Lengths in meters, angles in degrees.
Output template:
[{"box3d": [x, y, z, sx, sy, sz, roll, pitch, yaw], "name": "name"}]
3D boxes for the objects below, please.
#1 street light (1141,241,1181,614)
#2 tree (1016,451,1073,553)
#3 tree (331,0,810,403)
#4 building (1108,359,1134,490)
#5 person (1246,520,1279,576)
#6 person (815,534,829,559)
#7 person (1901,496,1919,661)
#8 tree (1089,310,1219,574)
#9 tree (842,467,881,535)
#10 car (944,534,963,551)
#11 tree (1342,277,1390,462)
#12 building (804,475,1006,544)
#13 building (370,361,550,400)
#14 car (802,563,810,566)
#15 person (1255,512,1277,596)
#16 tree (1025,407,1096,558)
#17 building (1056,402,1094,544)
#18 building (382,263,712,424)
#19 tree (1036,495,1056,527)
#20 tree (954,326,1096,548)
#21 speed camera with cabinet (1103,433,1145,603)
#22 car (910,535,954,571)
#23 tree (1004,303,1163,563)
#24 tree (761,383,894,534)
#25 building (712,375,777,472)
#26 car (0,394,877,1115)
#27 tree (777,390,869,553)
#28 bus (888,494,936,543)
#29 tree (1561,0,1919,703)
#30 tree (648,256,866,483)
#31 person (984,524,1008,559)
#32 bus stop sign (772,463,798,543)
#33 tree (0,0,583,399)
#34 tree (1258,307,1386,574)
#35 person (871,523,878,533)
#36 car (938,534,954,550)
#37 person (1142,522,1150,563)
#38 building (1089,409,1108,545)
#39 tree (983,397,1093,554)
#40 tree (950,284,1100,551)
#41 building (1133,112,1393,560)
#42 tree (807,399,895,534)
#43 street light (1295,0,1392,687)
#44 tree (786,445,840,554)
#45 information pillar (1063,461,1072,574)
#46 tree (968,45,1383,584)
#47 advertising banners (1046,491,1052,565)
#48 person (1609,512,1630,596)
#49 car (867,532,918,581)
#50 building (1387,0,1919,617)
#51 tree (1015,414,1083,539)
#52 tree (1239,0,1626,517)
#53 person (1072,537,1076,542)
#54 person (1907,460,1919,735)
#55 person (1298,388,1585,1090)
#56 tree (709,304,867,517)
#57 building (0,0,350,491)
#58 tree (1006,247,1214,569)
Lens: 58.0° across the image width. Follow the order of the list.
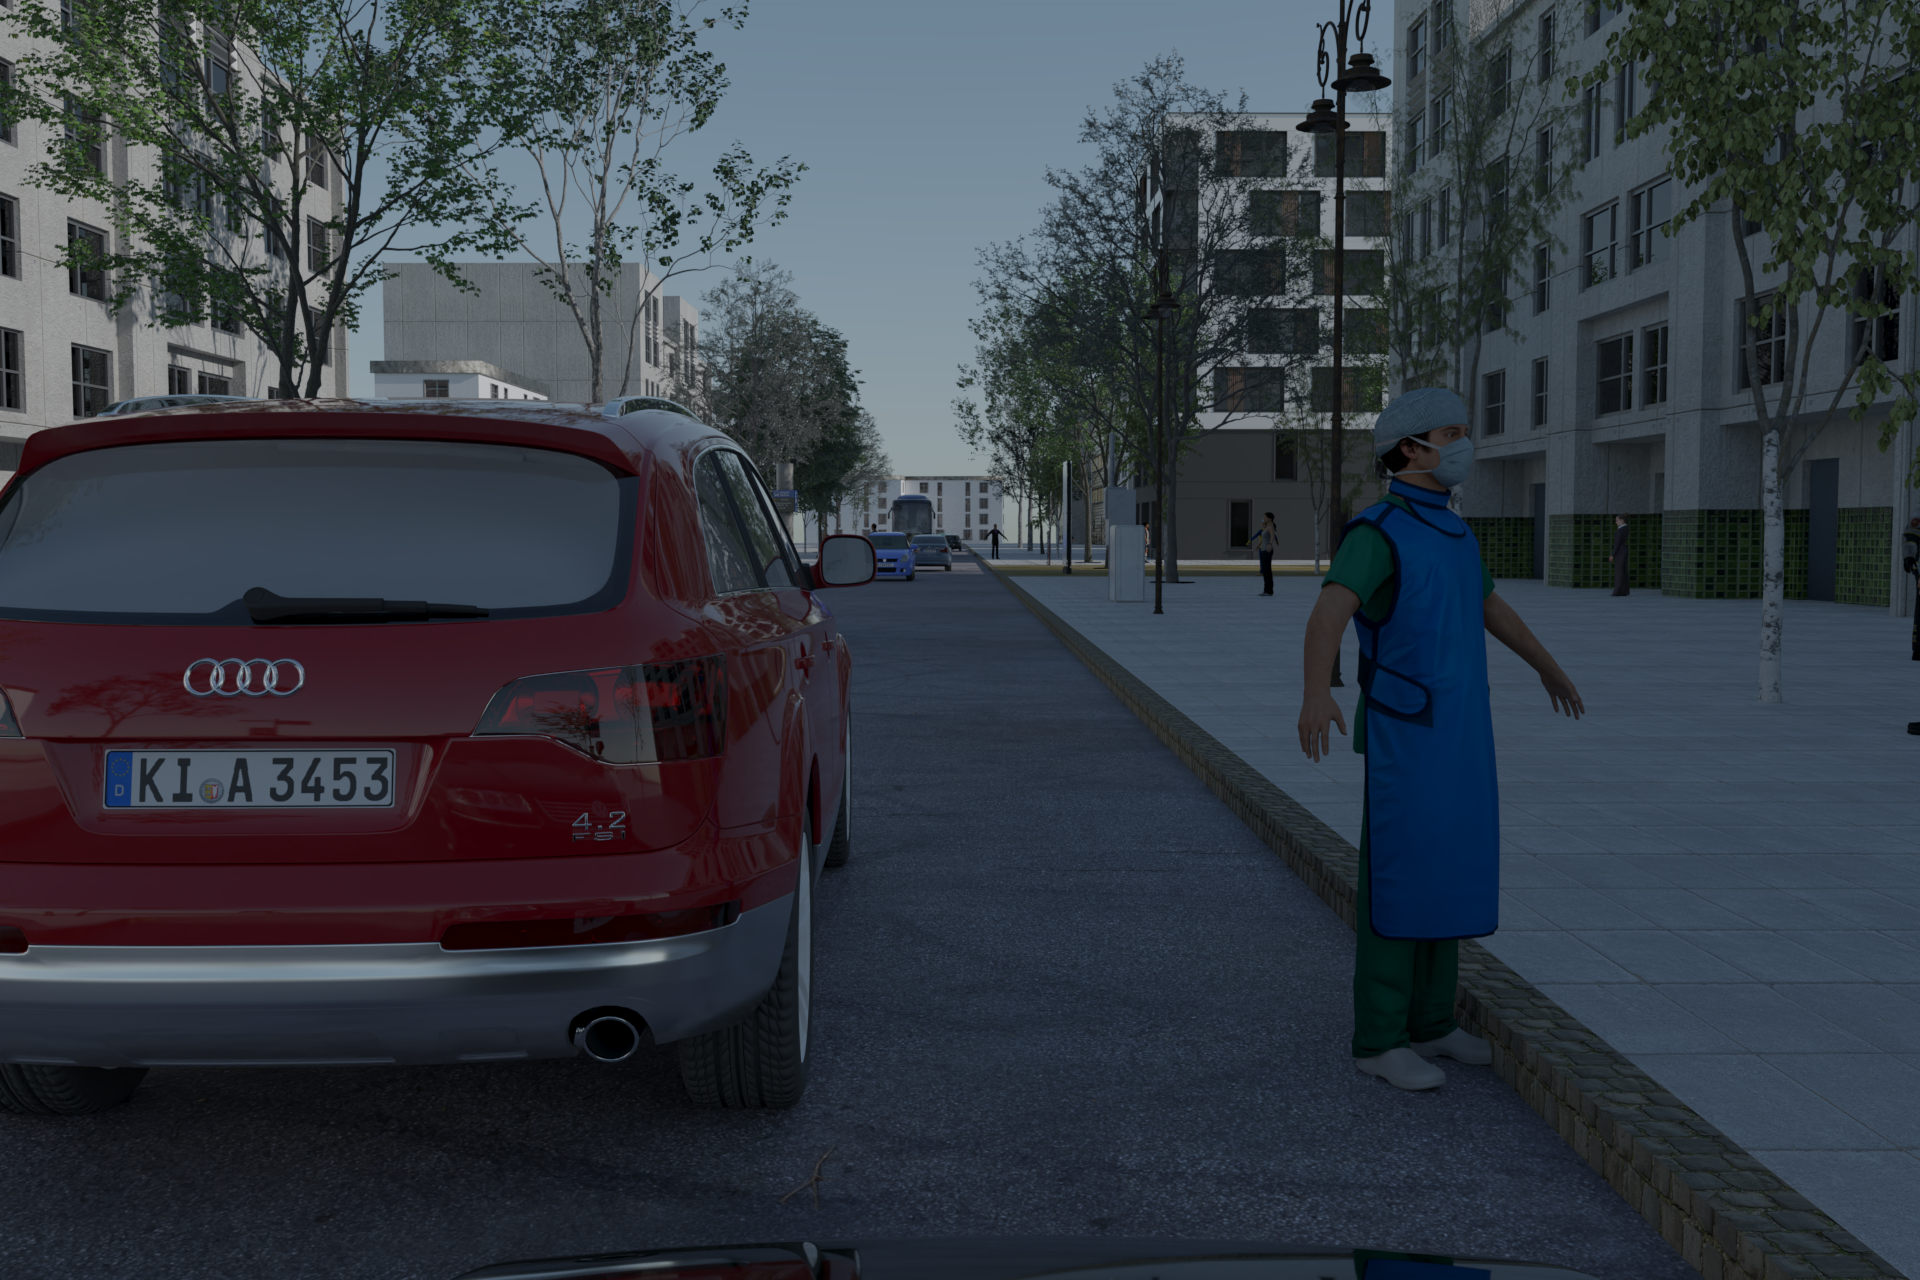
[{"box3d": [3.191, -3.357, 27.675, 0.468, 5.910, 1.993, 0, 3, 0], "name": "street light"}, {"box3d": [5.996, -10.202, 117.170, 4.737, 8.622, 4.395, 0, 3, 0], "name": "tree"}, {"box3d": [-10.475, -11.641, 46.212, 12.611, 20.169, 13.585, 0, 3, 0], "name": "tree"}, {"box3d": [24.695, -18.939, 176.113, 16.747, 18.905, 31.486, 0, 3, 0], "name": "building"}, {"box3d": [9.325, -2.864, 53.285, 1.216, 1.772, 0.721, -2, 4, -27], "name": "person"}, {"box3d": [-3.635, -2.121, 46.404, 0.599, 1.433, 0.991, -2, 4, -28], "name": "person"}, {"box3d": [9.854, -0.718, 17.508, 1.351, 1.858, 0.704, -2, 4, -34], "name": "person"}, {"box3d": [6.410, -6.432, 55.531, 4.737, 8.622, 4.395, 0, 3, 0], "name": "tree"}, {"box3d": [-9.733, -12.702, 158.043, 4.360, 8.622, 3.978, 0, 3, 0], "name": "tree"}, {"box3d": [-0.720, -8.302, 145.519, 2.009, 1.686, 4.222, 0, 4, 0], "name": "car"}, {"box3d": [17.580, -8.386, 62.862, 9.928, 11.665, 9.643, 0, 3, 0], "name": "tree"}, {"box3d": [-7.742, -18.506, 247.169, 28.070, 9.664, 9.099, 0, 4, 6], "name": "building"}, {"box3d": [-27.673, -9.528, 97.934, 9.099, 9.664, 28.070, 0, 3, 0], "name": "building"}, {"box3d": [-3.028, -0.864, 23.911, 2.009, 1.686, 4.222, 0, 3, 0], "name": "car"}, {"box3d": [6.286, -1.774, 35.822, 0.721, 1.737, 1.217, 0, 4, -2], "name": "person"}, {"box3d": [5.361, -8.824, 94.640, 4.737, 8.622, 4.395, 0, 3, 0], "name": "tree"}, {"box3d": [22.296, -23.994, 223.224, 19.493, 23.208, 18.063, 0, 4, -1], "name": "building"}, {"box3d": [-29.113, -16.051, 128.889, 16.747, 18.905, 31.486, 0, 4, 0], "name": "building"}, {"box3d": [15.752, -20.767, 246.194, 9.857, 13.997, 8.962, 0, 3, 0], "name": "tree"}, {"box3d": [5.899, -18.350, 155.907, 12.611, 20.169, 13.585, 0, 3, 0], "name": "tree"}, {"box3d": [3.169, -2.383, 33.305, 0.660, 3.252, 2.038, 0, 4, -1], "name": "speed camera with cabinet"}, {"box3d": [-1.213, -3.407, 67.706, 2.014, 1.417, 4.499, 0, 4, -1], "name": "car"}, {"box3d": [5.538, -9.229, 76.646, 9.928, 11.665, 9.643, 0, 3, 0], "name": "tree"}, {"box3d": [-10.281, -13.582, 132.440, 12.009, 13.543, 11.850, 0, 3, 0], "name": "tree"}, {"box3d": [-26.131, -21.428, 206.765, 16.016, 20.090, 11.380, 0, 4, -1], "name": "building"}, {"box3d": [-1.431, 0.173, 5.839, 2.281, 1.827, 5.304, 0, 4, -2], "name": "car"}, {"box3d": [-9.809, -11.915, 120.563, 9.928, 11.665, 9.643, 0, 3, 0], "name": "tree"}, {"box3d": [-2.936, -7.283, 110.619, 2.896, 3.916, 12.251, 0, 3, 0], "name": "bus"}, {"box3d": [6.189, -3.813, 12.706, 4.737, 8.622, 4.395, 0, 3, 0], "name": "tree"}, {"box3d": [-9.306, -10.164, 76.552, 12.009, 13.543, 11.850, 0, 3, 0], "name": "tree"}, {"box3d": [1.807, -5.008, 88.100, 1.346, 1.802, 0.704, -1, 4, -22], "name": "person"}, {"box3d": [-6.539, -4.633, 64.766, 0.837, 3.901, 0.837, 0, 4, 1], "name": "bus stop sign"}, {"box3d": [-9.323, -6.028, 24.314, 9.928, 11.665, 9.643, 0, 3, 0], "name": "tree"}, {"box3d": [11.582, -6.455, 55.901, 4.360, 8.622, 3.978, 0, 3, 0], "name": "tree"}, {"box3d": [-2.947, -3.080, 59.086, 0.705, 1.796, 1.348, 3, 5, 43], "name": "person"}, {"box3d": [-1.415, -9.065, 157.001, 1.959, 1.807, 4.718, 0, 4, -1], "name": "car"}, {"box3d": [8.245, -4.313, 76.664, 0.704, 1.843, 1.345, 1, 4, 11], "name": "person"}, {"box3d": [25.540, -22.869, 204.831, 19.493, 23.208, 18.063, 0, 4, 0], "name": "building"}, {"box3d": [4.907, -10.725, 109.766, 7.601, 10.594, 8.767, 0, 4, 6], "name": "tree"}, {"box3d": [5.105, -16.776, 130.170, 12.611, 20.169, 13.585, 0, 3, 0], "name": "tree"}, {"box3d": [23.744, -15.703, 100.714, 27.936, 21.610, 32.646, 0, 4, -1], "name": "building"}, {"box3d": [-10.431, -14.409, 145.961, 12.009, 13.543, 11.850, 0, 3, 0], "name": "tree"}, {"box3d": [3.148, -2.546, 14.422, 0.468, 5.910, 1.993, 0, 4, 0], "name": "street light"}, {"box3d": [-9.803, -9.837, 111.202, 4.737, 8.622, 4.395, 0, 3, 0], "name": "tree"}, {"box3d": [3.486, -3.973, 56.269, 0.184, 3.620, 1.656, 0, 4, -1], "name": "information pillar"}, {"box3d": [5.417, -8.221, 44.778, 12.009, 13.543, 11.850, 0, 3, 0], "name": "tree"}, {"box3d": [3.691, -4.610, 71.556, 0.090, 3.025, 2.074, 0, 4, -1], "name": "advertising banners"}, {"box3d": [13.619, -1.772, 35.811, 0.445, 1.727, 0.742, 1, 4, 12], "name": "person"}, {"box3d": [-2.261, -2.704, 53.794, 1.945, 1.707, 3.694, 0, 4, 0], "name": "car"}, {"box3d": [22.785, -10.734, 41.955, 16.747, 18.905, 31.486, 0, 4, 0], "name": "building"}, {"box3d": [5.820, -9.221, 101.132, 4.360, 8.622, 3.978, 0, 3, 0], "name": "tree"}, {"box3d": [6.042, -4.284, 20.410, 4.360, 8.622, 3.978, 0, 3, 0], "name": "tree"}, {"box3d": [5.375, -4.900, 86.301, 0.705, 1.806, 1.347, -1, 4, -21], "name": "person"}, {"box3d": [6.280, -0.322, 11.101, 0.704, 1.849, 1.345, 2, 4, 29], "name": "person"}, {"box3d": [1.249, 0.244, 4.600, 1.347, 1.817, 0.704, -3, 5, -45], "name": "person"}, {"box3d": [-9.726, -11.658, 97.256, 9.857, 13.997, 8.962, 0, 3, 0], "name": "tree"}, {"box3d": [-28.835, -10.784, 42.779, 16.747, 18.905, 31.486, 0, 4, -1], "name": "building"}, {"box3d": [5.497, -8.399, 63.074, 9.928, 11.665, 9.643, 0, 3, 0], "name": "tree"}]
